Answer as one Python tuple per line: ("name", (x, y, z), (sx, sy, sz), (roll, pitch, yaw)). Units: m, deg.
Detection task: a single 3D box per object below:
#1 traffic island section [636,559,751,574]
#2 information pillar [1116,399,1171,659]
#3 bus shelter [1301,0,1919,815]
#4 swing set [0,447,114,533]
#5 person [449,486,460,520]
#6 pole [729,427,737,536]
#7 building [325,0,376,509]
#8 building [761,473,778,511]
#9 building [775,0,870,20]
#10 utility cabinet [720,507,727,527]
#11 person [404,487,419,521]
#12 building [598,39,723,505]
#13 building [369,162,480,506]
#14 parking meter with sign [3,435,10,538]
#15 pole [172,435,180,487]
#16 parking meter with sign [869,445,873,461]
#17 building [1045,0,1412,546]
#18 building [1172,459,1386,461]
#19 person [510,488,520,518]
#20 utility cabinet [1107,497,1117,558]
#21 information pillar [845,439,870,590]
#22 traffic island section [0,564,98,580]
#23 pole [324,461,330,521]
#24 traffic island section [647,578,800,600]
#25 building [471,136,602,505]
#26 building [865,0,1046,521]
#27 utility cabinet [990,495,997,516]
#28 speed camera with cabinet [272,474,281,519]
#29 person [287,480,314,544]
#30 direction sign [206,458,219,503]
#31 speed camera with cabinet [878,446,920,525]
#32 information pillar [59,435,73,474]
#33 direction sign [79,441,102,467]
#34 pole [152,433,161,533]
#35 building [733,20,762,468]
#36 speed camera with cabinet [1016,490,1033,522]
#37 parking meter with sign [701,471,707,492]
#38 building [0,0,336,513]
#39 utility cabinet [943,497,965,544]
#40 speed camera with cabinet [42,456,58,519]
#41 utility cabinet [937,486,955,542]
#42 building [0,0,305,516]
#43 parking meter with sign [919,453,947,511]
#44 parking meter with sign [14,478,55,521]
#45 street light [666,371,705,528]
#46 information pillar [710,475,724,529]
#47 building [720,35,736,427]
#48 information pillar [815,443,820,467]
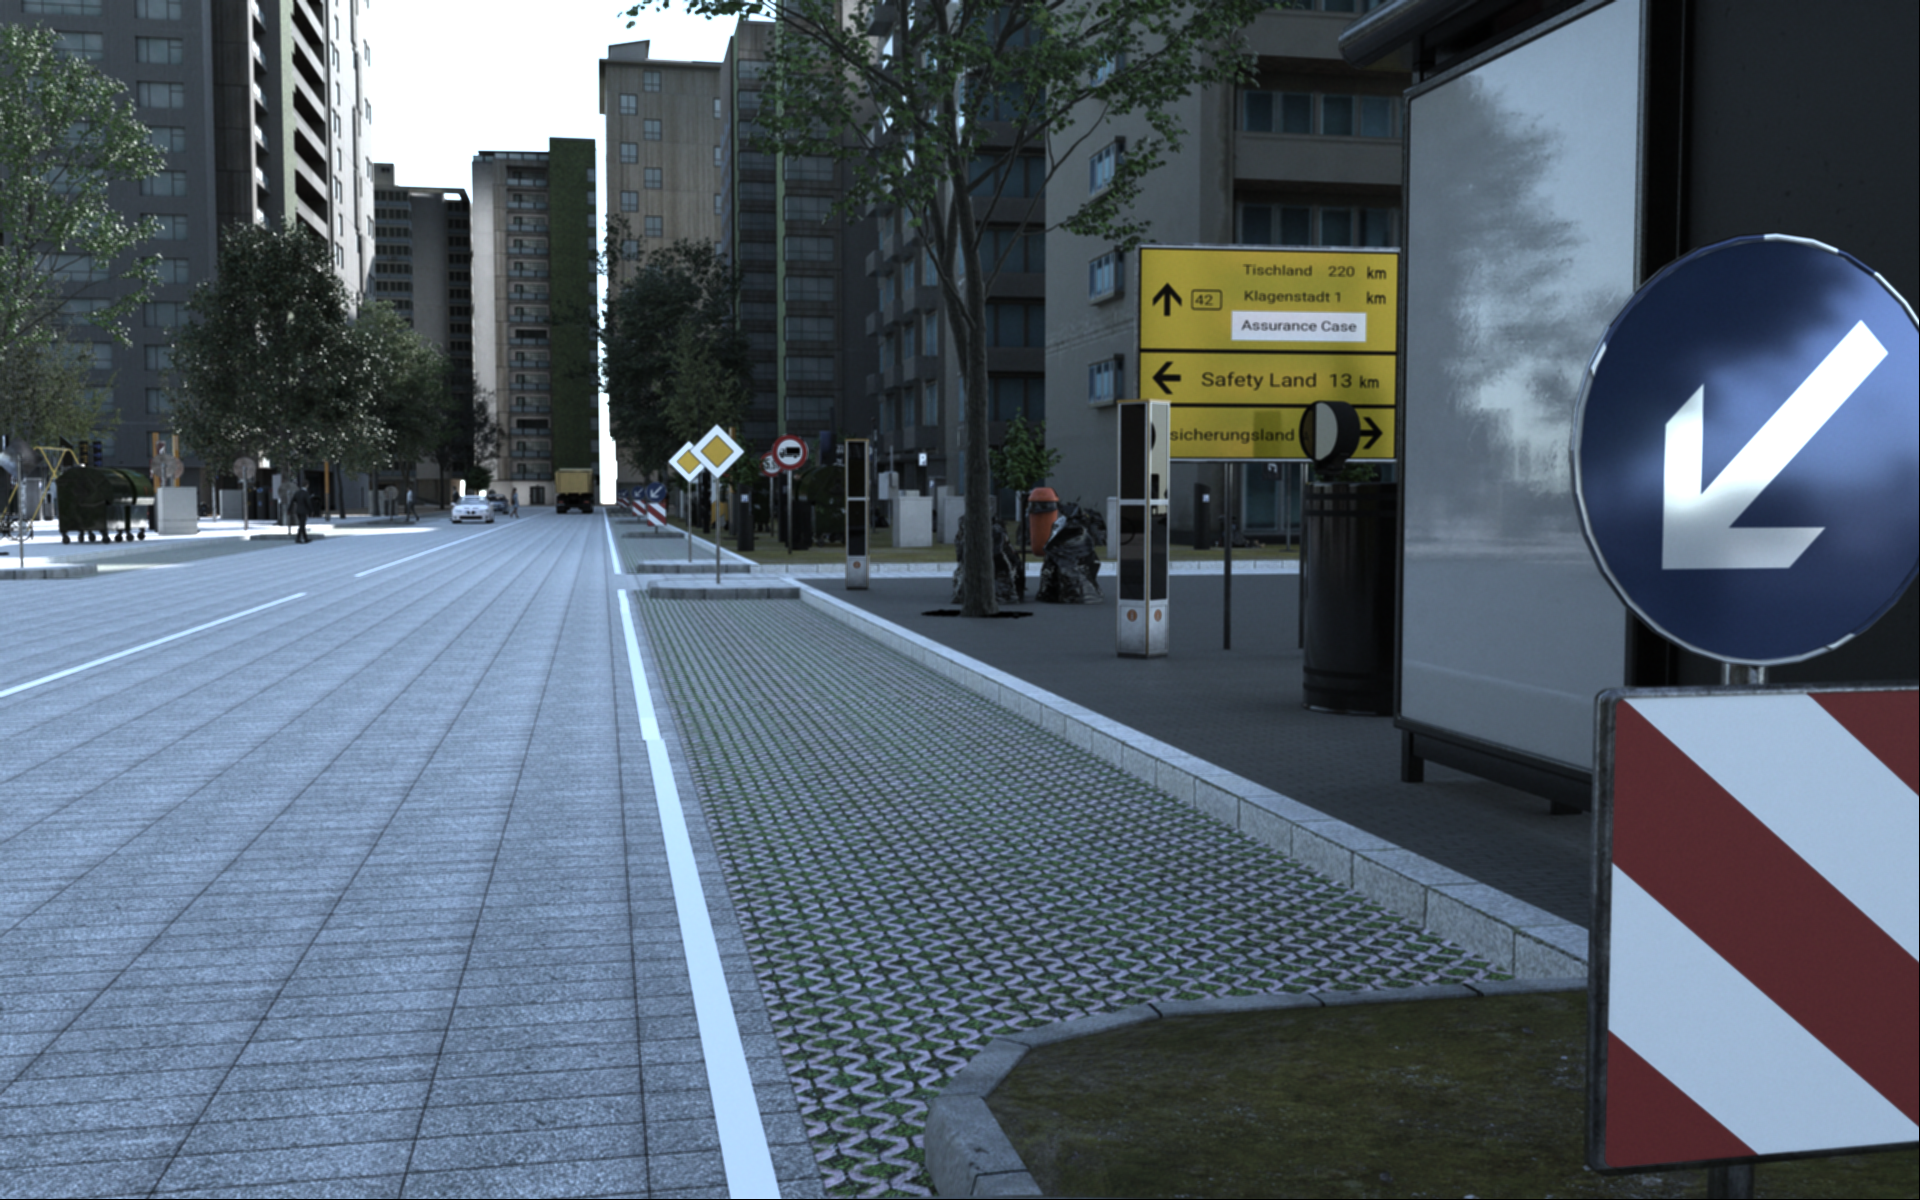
("traffic island section", (-5.059, -0.631, 32.603), (2.009, 0.180, 2.903), (-1, 4, -12))
("information pillar", (1.436, -0.555, 13.570), (0.304, 2.012, 0.304), (3, 5, 41))
("bus shelter", (3.046, -1.756, 6.335), (2.179, 5.291, 8.768), (-1, 4, -12))
("swing set", (-30.526, -3.711, 58.300), (2.862, 2.851, 3.119), (-1, 4, -9))
("person", (-26.997, -5.155, 92.566), (0.755, 1.850, 0.659), (-2, 4, -32))
("pole", (-6.947, -3.616, 52.958), (0.158, 3.312, 0.155), (0, 3, 0))
("building", (-66.268, -34.351, 150.873), (27.495, 52.752, 28.713), (-1, 4, -12))
("building", (0.340, -27.291, 138.083), (32.217, 40.220, 23.993), (-1, 4, -12))
("building", (-5.570, -26.524, 117.268), (14.154, 41.232, 14.086), (-1, 4, -12))
("utility cabinet", (-8.746, -3.541, 66.572), (1.173, 1.500, 0.318), (-2, 4, -25))
("person", (-28.910, -5.058, 91.297), (0.850, 1.850, 0.679), (1, 4, 16))
("building", (-29.786, -38.055, 211.444), (27.495, 52.752, 28.713), (-1, 4, -12))
("building", (-69.465, -31.400, 205.270), (23.993, 40.220, 32.217), (-1, 4, -12))
("parking meter with sign", (-28.753, -3.321, 50.559), (1.738, 3.016, 0.543), (-3, 4, -36))
("pole", (-27.098, -4.041, 59.913), (0.158, 3.312, 0.155), (0, 3, 0))
("parking meter with sign", (-3.719, -4.066, 62.743), (0.543, 3.016, 1.738), (-2, 4, -29))
("building", (13.969, -26.305, 53.787), (21.600, 48.544, 21.300), (-1, 4, -12))
("building", (26.966, -19.983, 171.768), (28.899, 21.520, 27.650), (-1, 4, -12))
("person", (-26.697, -5.816, 103.693), (0.778, 1.811, 0.616), (2, 4, 31))
("utility cabinet", (3.451, -1.431, 34.556), (1.020, 1.237, 0.306), (1, 4, 13))
("information pillar", (-1.374, -1.147, 23.242), (0.304, 2.012, 0.304), (0, 4, 1))
("traffic island section", (-16.410, -0.488, 30.263), (2.009, 0.180, 2.903), (-1, 4, -12))
("pole", (-30.062, -5.407, 82.253), (0.158, 3.312, 0.155), (0, 3, 0))
("traffic island section", (-3.437, -0.153, 24.784), (2.009, 0.180, 2.903), (-1, 4, -12))
("building", (-48.889, -31.624, 200.642), (14.086, 41.232, 14.154), (-1, 4, -12))
("building", (6.957, -29.108, 95.532), (23.786, 49.044, 30.456), (-1, 4, -12))
("utility cabinet", (0.896, -3.221, 63.818), (1.020, 1.237, 0.306), (-3, 4, -39))
("speed camera with cabinet", (-30.828, -5.174, 78.925), (0.660, 3.252, 2.038), (-1, 4, -9))
("person", (-19.032, -2.567, 50.250), (0.659, 1.850, 0.755), (2, 4, 27))
("direction sign", (-42.910, -6.571, 99.440), (0.876, 3.537, 0.379), (1, 4, 18))
("speed camera with cabinet", (-2.518, -4.731, 71.683), (0.660, 3.252, 2.038), (3, 4, 38))
("information pillar", (-35.216, -4.706, 68.297), (0.504, 3.616, 0.183), (0, 4, -3))
("direction sign", (-37.365, -5.047, 74.518), (0.876, 3.537, 0.379), (-3, 5, -41))
("pole", (-26.627, -3.889, 57.432), (0.158, 3.312, 0.155), (0, 3, 0))
("building", (-13.166, -28.812, 154.669), (14.154, 41.232, 14.086), (-1, 4, -12))
("speed camera with cabinet", (3.622, -5.202, 79.395), (2.038, 3.252, 0.660), (0, 4, -6))
("parking meter with sign", (-15.282, -6.554, 103.415), (0.543, 3.016, 1.738), (-1, 4, -9))
("building", (-57.654, -30.543, 123.085), (21.300, 48.544, 21.600), (-1, 4, -12))
("utility cabinet", (0.081, -2.061, 44.867), (1.020, 1.237, 0.306), (0, 4, -4))
("speed camera with cabinet", (-47.277, -5.846, 89.921), (0.660, 3.252, 2.038), (1, 4, 10))
("utility cabinet", (-0.390, -2.299, 46.266), (0.318, 1.500, 1.173), (1, 4, 9))
("building", (-49.409, -25.886, 106.825), (14.154, 41.232, 14.086), (-1, 4, -12))
("parking meter with sign", (-0.933, -4.759, 74.078), (1.738, 3.016, 0.543), (-3, 5, -42))
("parking meter with sign", (-44.107, -5.269, 82.416), (1.738, 3.016, 0.543), (-1, 4, -9))
("street light", (-10.401, -5.686, 65.514), (1.470, 5.913, 1.316), (-1, 4, -12))
("information pillar", (-8.957, -4.435, 63.873), (0.504, 3.616, 0.183), (1, 4, 9))
("building", (-15.750, -31.701, 168.425), (14.600, 45.320, 14.200), (-1, 4, -12))
("information pillar", (-6.026, -5.081, 74.434), (0.504, 3.616, 0.183), (3, 5, 43))
